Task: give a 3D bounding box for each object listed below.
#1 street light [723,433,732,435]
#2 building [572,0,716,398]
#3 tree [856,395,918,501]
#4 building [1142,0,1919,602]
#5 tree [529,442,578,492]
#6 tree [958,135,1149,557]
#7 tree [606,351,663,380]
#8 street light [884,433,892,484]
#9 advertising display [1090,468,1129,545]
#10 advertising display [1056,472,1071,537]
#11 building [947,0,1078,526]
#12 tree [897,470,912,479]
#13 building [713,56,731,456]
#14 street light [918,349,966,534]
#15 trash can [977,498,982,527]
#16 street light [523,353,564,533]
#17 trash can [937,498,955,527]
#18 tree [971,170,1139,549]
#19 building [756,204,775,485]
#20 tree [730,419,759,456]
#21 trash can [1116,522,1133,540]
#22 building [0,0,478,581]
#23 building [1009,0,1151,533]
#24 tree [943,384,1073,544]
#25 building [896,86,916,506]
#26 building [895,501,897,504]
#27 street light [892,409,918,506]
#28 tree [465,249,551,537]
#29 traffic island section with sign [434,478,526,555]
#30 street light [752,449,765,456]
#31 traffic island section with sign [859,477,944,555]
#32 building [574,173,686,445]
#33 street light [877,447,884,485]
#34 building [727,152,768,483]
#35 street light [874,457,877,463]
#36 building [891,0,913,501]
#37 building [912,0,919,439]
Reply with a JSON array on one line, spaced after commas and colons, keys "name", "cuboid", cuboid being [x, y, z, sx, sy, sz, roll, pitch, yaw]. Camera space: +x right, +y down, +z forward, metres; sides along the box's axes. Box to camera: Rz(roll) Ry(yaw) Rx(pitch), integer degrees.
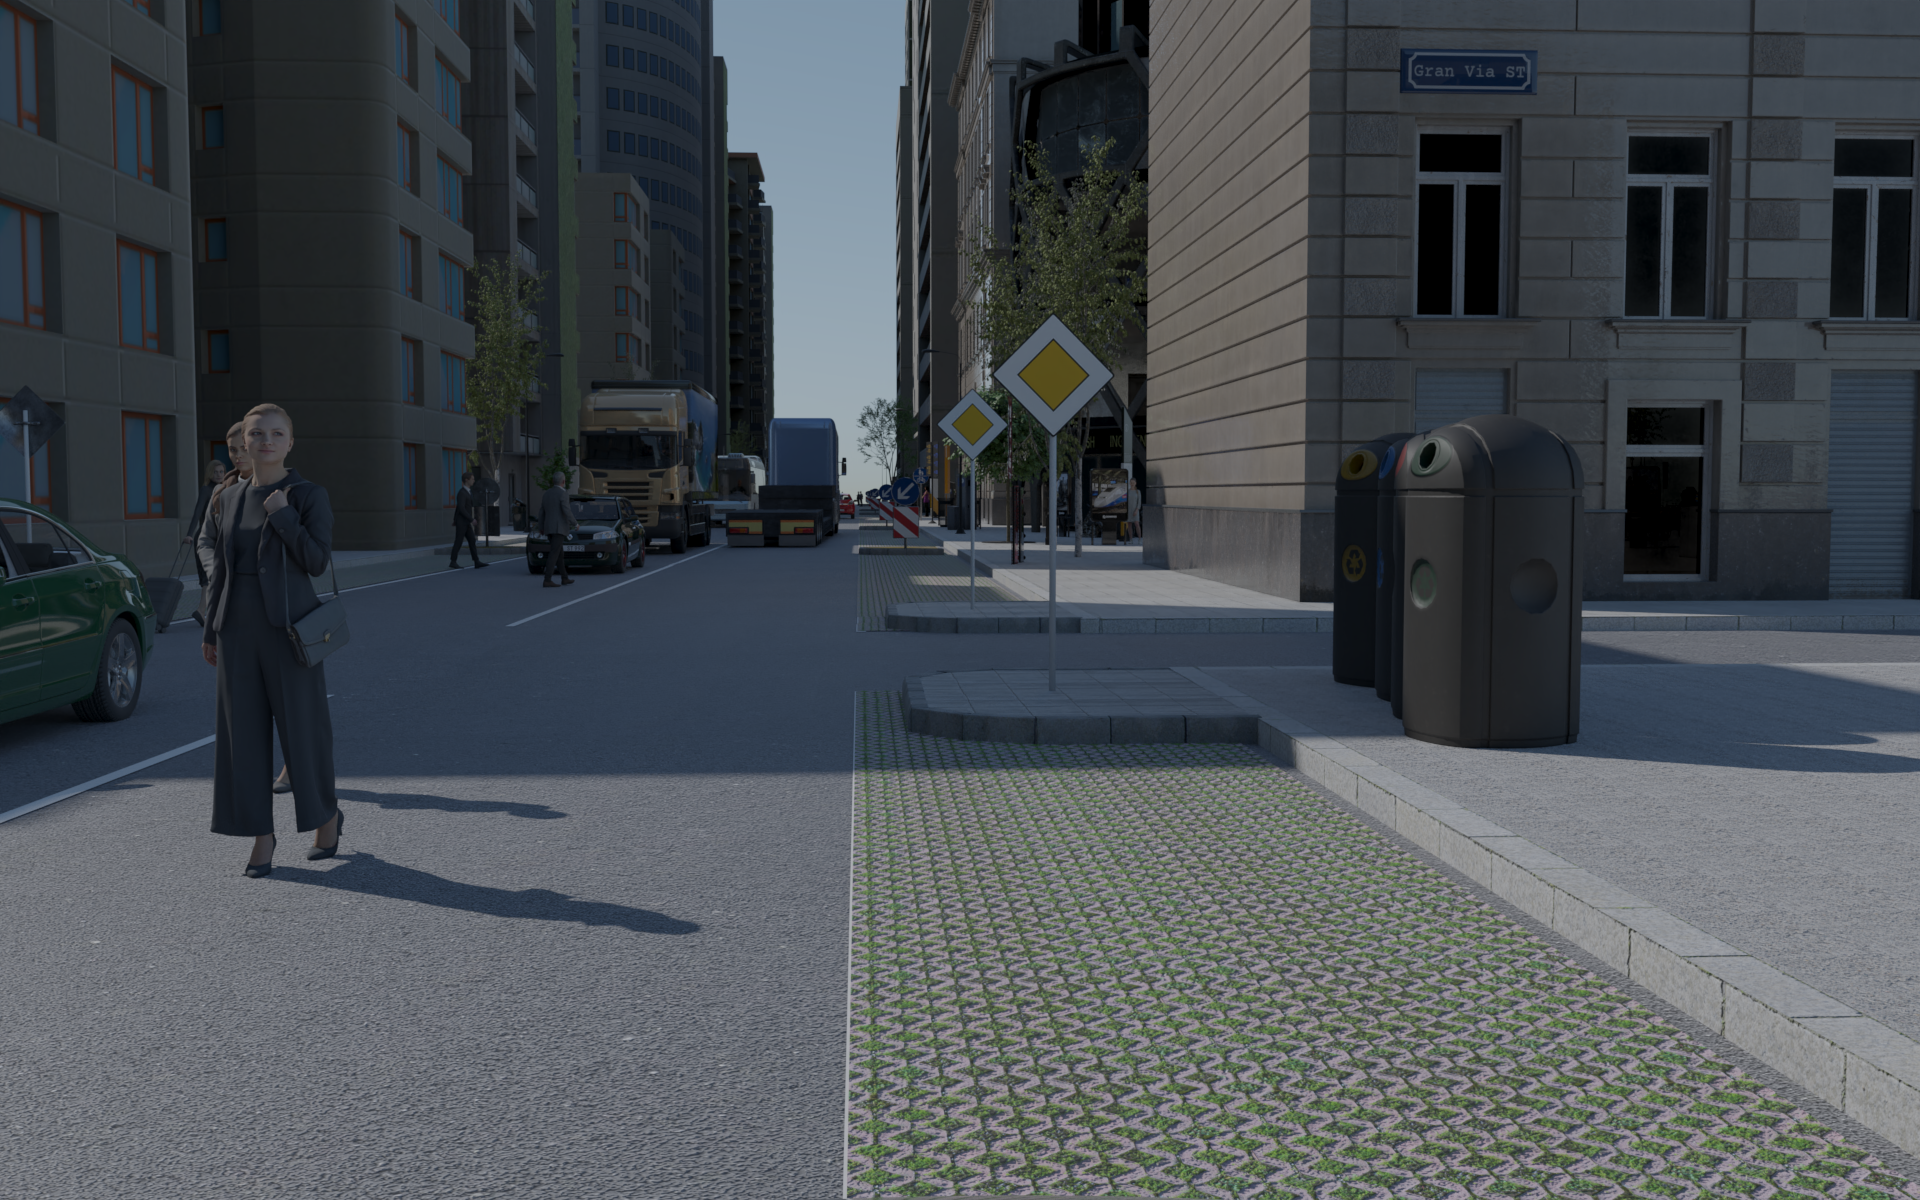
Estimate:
[{"name": "street light", "cuboid": [-18.189, -9.798, 132.731, 1.470, 5.913, 1.316, 0, 4, -3]}, {"name": "building", "cuboid": [-30.847, -36.260, 134.848, 21.231, 58.520, 28.212, 0, 4, -3]}, {"name": "tree", "cuboid": [-7.113, -15.618, 181.103, 9.928, 11.665, 9.643, 0, 3, 0]}, {"name": "building", "cuboid": [15.791, -13.989, 25.981, 25.104, 27.353, 12.463, 0, 4, -3]}, {"name": "tree", "cuboid": [-14.838, -4.243, 63.970, 1.663, 3.219, 1.824, 0, 3, 0]}, {"name": "tree", "cuboid": [2.167, -5.175, 34.975, 4.737, 8.622, 4.395, 0, 3, 0]}, {"name": "tree", "cuboid": [-16.334, -8.446, 88.459, 4.360, 8.622, 3.978, 0, 3, 0]}, {"name": "street light", "cuboid": [-4.886, -9.766, 132.214, 1.470, 5.913, 1.316, 0, 4, -3]}, {"name": "advertising display", "cuboid": [3.756, -2.349, 43.613, 0.974, 1.923, 0.123, -1, 4, -9]}, {"name": "advertising display", "cuboid": [3.069, -2.844, 51.714, 0.123, 1.923, 0.974, -1, 4, -21]}, {"name": "building", "cuboid": [6.237, -17.427, 82.195, 12.463, 27.353, 25.104, 0, 4, -3]}, {"name": "tree", "cuboid": [-4.374, -8.897, 140.074, 1.663, 3.219, 1.824, 0, 3, 0]}, {"name": "building", "cuboid": [-28.437, -28.934, 156.660, 14.154, 41.232, 14.086, 0, 4, -3]}, {"name": "street light", "cuboid": [-0.522, -5.084, 55.663, 1.470, 5.913, 1.316, 0, 4, -3]}, {"name": "trash can", "cuboid": [0.516, -3.429, 67.712, 0.748, 1.137, 0.748, 0, 3, 0]}, {"name": "street light", "cuboid": [-13.752, -5.180, 57.231, 1.470, 5.913, 1.316, 0, 4, -3]}, {"name": "trash can", "cuboid": [-0.548, -3.389, 67.059, 0.748, 1.137, 0.748, 0, 3, 0]}, {"name": "tree", "cuboid": [2.162, -5.489, 40.111, 4.360, 8.622, 3.978, 0, 3, 0]}, {"name": "building", "cuboid": [-32.927, -33.916, 238.117, 14.154, 41.232, 14.086, 0, 4, -3]}, {"name": "tree", "cuboid": [-21.902, -13.461, 170.452, 4.737, 8.622, 4.395, 0, 3, 0]}, {"name": "trash can", "cuboid": [4.550, -2.261, 48.618, 0.748, 1.137, 0.748, 0, 3, 0]}, {"name": "building", "cuboid": [-26.340, -11.449, 32.224, 27.650, 21.520, 28.899, 0, 4, -3]}, {"name": "building", "cuboid": [10.068, -11.882, 61.724, 16.820, 18.784, 16.811, 0, 4, -3]}, {"name": "tree", "cuboid": [1.228, -3.777, 45.467, 4.285, 4.588, 4.351, 0, 3, 0]}, {"name": "building", "cuboid": [3.574, -35.132, 198.116, 21.300, 48.544, 21.600, 0, 4, -3]}, {"name": "building", "cuboid": [7.851, -32.413, 221.836, 32.217, 40.220, 23.993, 0, 4, -3]}, {"name": "street light", "cuboid": [-2.817, -7.444, 94.253, 1.470, 5.913, 1.316, 0, 4, -3]}, {"name": "tree", "cuboid": [-14.119, -6.229, 52.205, 4.737, 8.622, 4.395, 0, 3, 0]}, {"name": "traffic island section with sign", "cuboid": [-11.386, -2.010, 41.485, 1.989, 1.847, 2.006, 0, 4, -3]}, {"name": "street light", "cuboid": [-20.750, -12.553, 177.789, 1.470, 5.913, 1.316, 0, 4, -3]}, {"name": "traffic island section with sign", "cuboid": [-1.419, -1.993, 41.213, 1.989, 1.847, 2.006, 0, 4, -3]}, {"name": "building", "cuboid": [-32.358, -16.032, 107.162, 27.650, 21.520, 28.899, 0, 4, -3]}, {"name": "street light", "cuboid": [-7.173, -12.075, 169.967, 1.470, 5.913, 1.316, 0, 4, -3]}, {"name": "building", "cuboid": [-35.662, -34.358, 216.379, 22.147, 44.769, 28.867, 0, 4, -3]}, {"name": "street light", "cuboid": [-9.698, -14.884, 215.888, 1.470, 5.913, 1.316, 0, 4, -3]}, {"name": "building", "cuboid": [0.602, -49.206, 242.769, 20.563, 71.187, 20.611, 0, 4, -3]}, {"name": "building", "cuboid": [9.548, -34.647, 155.724, 28.713, 52.752, 27.495, 0, 4, -3]}]
